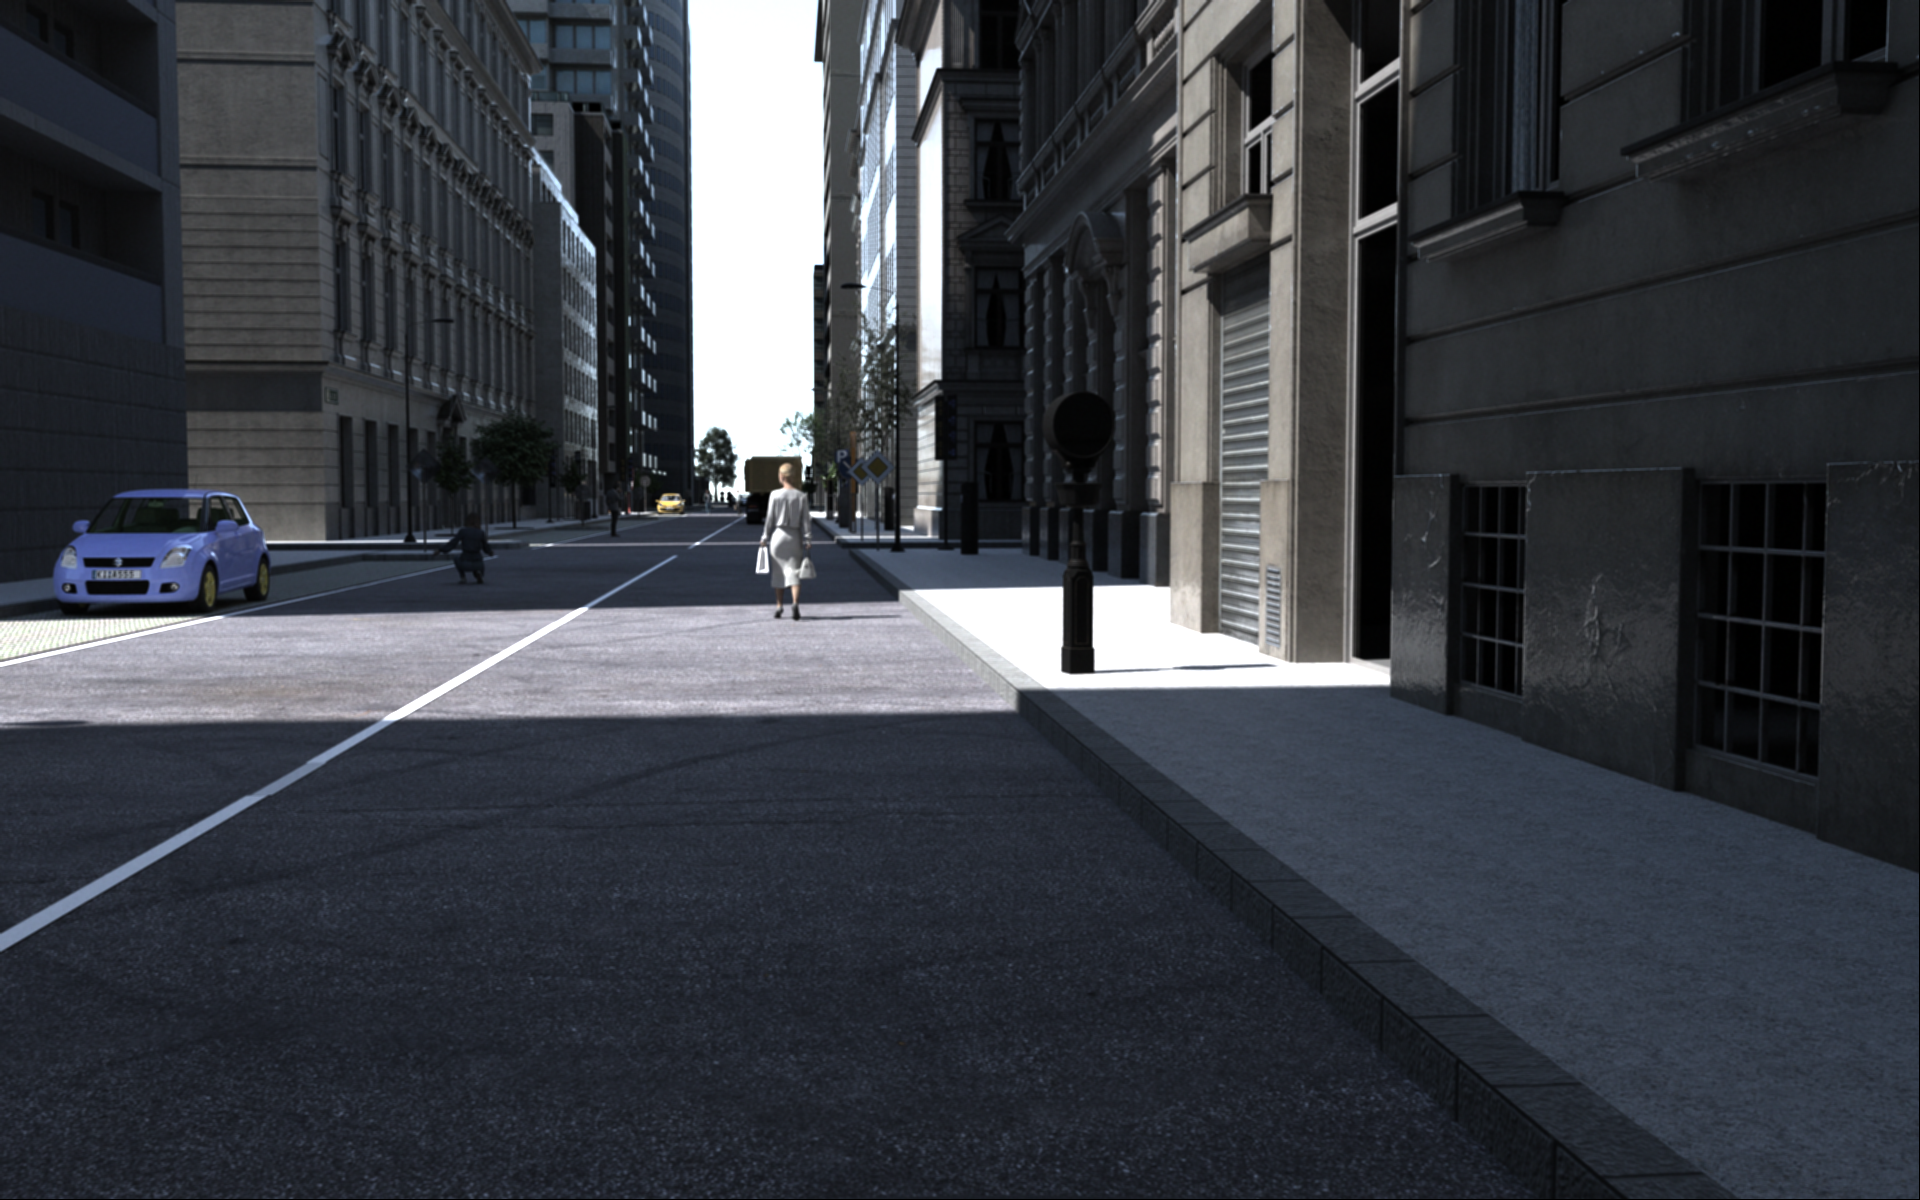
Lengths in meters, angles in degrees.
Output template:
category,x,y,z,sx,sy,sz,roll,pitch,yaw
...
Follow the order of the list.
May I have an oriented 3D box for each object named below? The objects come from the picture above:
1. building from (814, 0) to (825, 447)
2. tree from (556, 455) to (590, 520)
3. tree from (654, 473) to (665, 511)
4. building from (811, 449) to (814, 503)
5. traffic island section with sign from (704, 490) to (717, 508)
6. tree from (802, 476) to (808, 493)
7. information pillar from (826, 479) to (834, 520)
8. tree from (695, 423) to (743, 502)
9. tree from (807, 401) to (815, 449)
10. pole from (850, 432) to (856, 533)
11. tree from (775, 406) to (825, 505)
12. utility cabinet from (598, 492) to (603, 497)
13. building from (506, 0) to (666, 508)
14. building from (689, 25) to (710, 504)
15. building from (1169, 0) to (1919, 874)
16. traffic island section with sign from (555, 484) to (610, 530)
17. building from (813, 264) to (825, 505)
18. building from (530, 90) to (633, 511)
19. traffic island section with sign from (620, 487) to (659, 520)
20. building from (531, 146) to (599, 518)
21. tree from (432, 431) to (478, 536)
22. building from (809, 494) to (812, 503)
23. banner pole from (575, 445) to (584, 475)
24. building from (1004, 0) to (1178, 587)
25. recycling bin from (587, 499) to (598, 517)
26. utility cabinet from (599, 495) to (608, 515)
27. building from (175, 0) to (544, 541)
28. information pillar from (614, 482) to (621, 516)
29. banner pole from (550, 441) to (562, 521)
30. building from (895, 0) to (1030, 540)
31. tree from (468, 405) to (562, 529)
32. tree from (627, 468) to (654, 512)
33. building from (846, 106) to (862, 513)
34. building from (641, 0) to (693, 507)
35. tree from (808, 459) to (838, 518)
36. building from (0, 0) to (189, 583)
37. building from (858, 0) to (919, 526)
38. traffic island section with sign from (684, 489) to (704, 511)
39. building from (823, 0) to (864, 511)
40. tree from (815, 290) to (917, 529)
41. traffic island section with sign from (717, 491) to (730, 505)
category,x,y,z,sx,sy,sz,roll,pitch,yaw
building,-0.746,-36.350,183.563,28.713,52.752,27.495,0,4,-6
tree,-19.119,-5.586,85.937,1.663,3.219,1.824,0,3,0
tree,-23.471,-8.383,131.657,1.663,3.219,1.824,0,3,0
building,-9.367,-56.735,240.293,22.319,86.520,31.000,0,4,-6
traffic island section with sign,-25.523,-10.026,172.552,1.989,1.847,2.006,0,4,-6
tree,-14.086,-10.389,164.461,1.663,3.219,1.824,0,3,0
information pillar,-6.506,-5.024,86.638,0.304,2.012,0.304,-1,4,-22
tree,-39.293,-22.126,278.767,9.611,12.733,9.660,0,3,0
tree,-9.098,-10.759,126.274,4.360,8.622,3.978,0,3,0
pole,-3.507,-3.854,56.848,0.158,3.312,0.155,0,3,0
tree,-18.212,-17.147,206.112,9.928,11.665,9.643,0,3,0
utility cabinet,-23.057,-6.133,108.951,1.173,1.500,0.318,-1,4,-20
building,-38.114,-32.378,148.983,23.786,49.044,30.456,0,4,-6
building,-48.030,-50.109,257.531,20.563,71.187,20.611,0,4,-6
building,10.748,-10.388,3.128,16.112,22.955,30.059,0,4,-6
traffic island section with sign,-14.949,-3.676,68.737,1.989,1.847,2.006,0,4,-6
building,-11.519,-27.347,218.825,14.160,30.474,14.107,0,4,-6
building,-31.981,-21.756,127.419,14.160,30.474,14.107,0,4,-6
traffic island section with sign,-17.679,-5.317,95.554,1.989,1.847,2.006,0,4,-6
building,-26.818,-14.902,98.403,10.420,20.320,16.860,0,4,-6
tree,-15.391,-3.564,52.875,1.663,3.219,1.824,0,3,0
building,-7.807,-35.325,269.451,32.217,40.220,23.993,0,4,-6
banner pole,-19.292,-5.994,88.021,0.863,3.779,0.401,3,4,36
building,7.027,-12.167,27.816,11.050,23.489,19.941,0,4,-6
recycling bin,-20.744,-5.170,97.081,0.722,1.027,0.722,-3,4,-38
utility cabinet,-21.645,-5.744,105.079,0.306,1.237,1.020,-2,4,-26
building,-27.240,-17.750,66.628,17.030,29.872,44.131,0,4,-6
information pillar,-20.135,-5.955,101.857,0.304,2.012,0.304,2,4,27
banner pole,-19.209,-5.633,82.121,0.863,3.779,0.401,3,5,42
building,7.954,-11.561,53.648,19.286,19.102,10.561,0,4,-6
tree,-16.413,-4.910,63.993,4.285,4.588,4.351,0,3,0
tree,-23.459,-8.059,126.358,1.663,3.219,1.824,0,3,0
building,0.077,-19.752,110.329,14.401,28.519,23.554,0,4,-6
building,-39.033,-38.916,178.280,21.231,58.520,28.212,0,4,-6
tree,-6.978,-6.138,94.964,1.663,3.219,1.824,0,3,0
building,-28.052,-29.551,25.153,28.212,58.520,21.231,0,4,-6
building,1.333,-18.690,83.082,11.434,29.767,29.804,0,4,-6
traffic island section with sign,-22.798,-8.386,145.735,1.989,1.847,2.006,0,4,-6
building,-0.365,-31.794,143.531,21.300,48.544,21.600,0,4,-6
tree,-3.062,-6.888,62.986,4.360,8.622,3.978,0,3,0
traffic island section with sign,-31.071,-13.353,226.944,1.989,1.847,2.006,0,4,-6
